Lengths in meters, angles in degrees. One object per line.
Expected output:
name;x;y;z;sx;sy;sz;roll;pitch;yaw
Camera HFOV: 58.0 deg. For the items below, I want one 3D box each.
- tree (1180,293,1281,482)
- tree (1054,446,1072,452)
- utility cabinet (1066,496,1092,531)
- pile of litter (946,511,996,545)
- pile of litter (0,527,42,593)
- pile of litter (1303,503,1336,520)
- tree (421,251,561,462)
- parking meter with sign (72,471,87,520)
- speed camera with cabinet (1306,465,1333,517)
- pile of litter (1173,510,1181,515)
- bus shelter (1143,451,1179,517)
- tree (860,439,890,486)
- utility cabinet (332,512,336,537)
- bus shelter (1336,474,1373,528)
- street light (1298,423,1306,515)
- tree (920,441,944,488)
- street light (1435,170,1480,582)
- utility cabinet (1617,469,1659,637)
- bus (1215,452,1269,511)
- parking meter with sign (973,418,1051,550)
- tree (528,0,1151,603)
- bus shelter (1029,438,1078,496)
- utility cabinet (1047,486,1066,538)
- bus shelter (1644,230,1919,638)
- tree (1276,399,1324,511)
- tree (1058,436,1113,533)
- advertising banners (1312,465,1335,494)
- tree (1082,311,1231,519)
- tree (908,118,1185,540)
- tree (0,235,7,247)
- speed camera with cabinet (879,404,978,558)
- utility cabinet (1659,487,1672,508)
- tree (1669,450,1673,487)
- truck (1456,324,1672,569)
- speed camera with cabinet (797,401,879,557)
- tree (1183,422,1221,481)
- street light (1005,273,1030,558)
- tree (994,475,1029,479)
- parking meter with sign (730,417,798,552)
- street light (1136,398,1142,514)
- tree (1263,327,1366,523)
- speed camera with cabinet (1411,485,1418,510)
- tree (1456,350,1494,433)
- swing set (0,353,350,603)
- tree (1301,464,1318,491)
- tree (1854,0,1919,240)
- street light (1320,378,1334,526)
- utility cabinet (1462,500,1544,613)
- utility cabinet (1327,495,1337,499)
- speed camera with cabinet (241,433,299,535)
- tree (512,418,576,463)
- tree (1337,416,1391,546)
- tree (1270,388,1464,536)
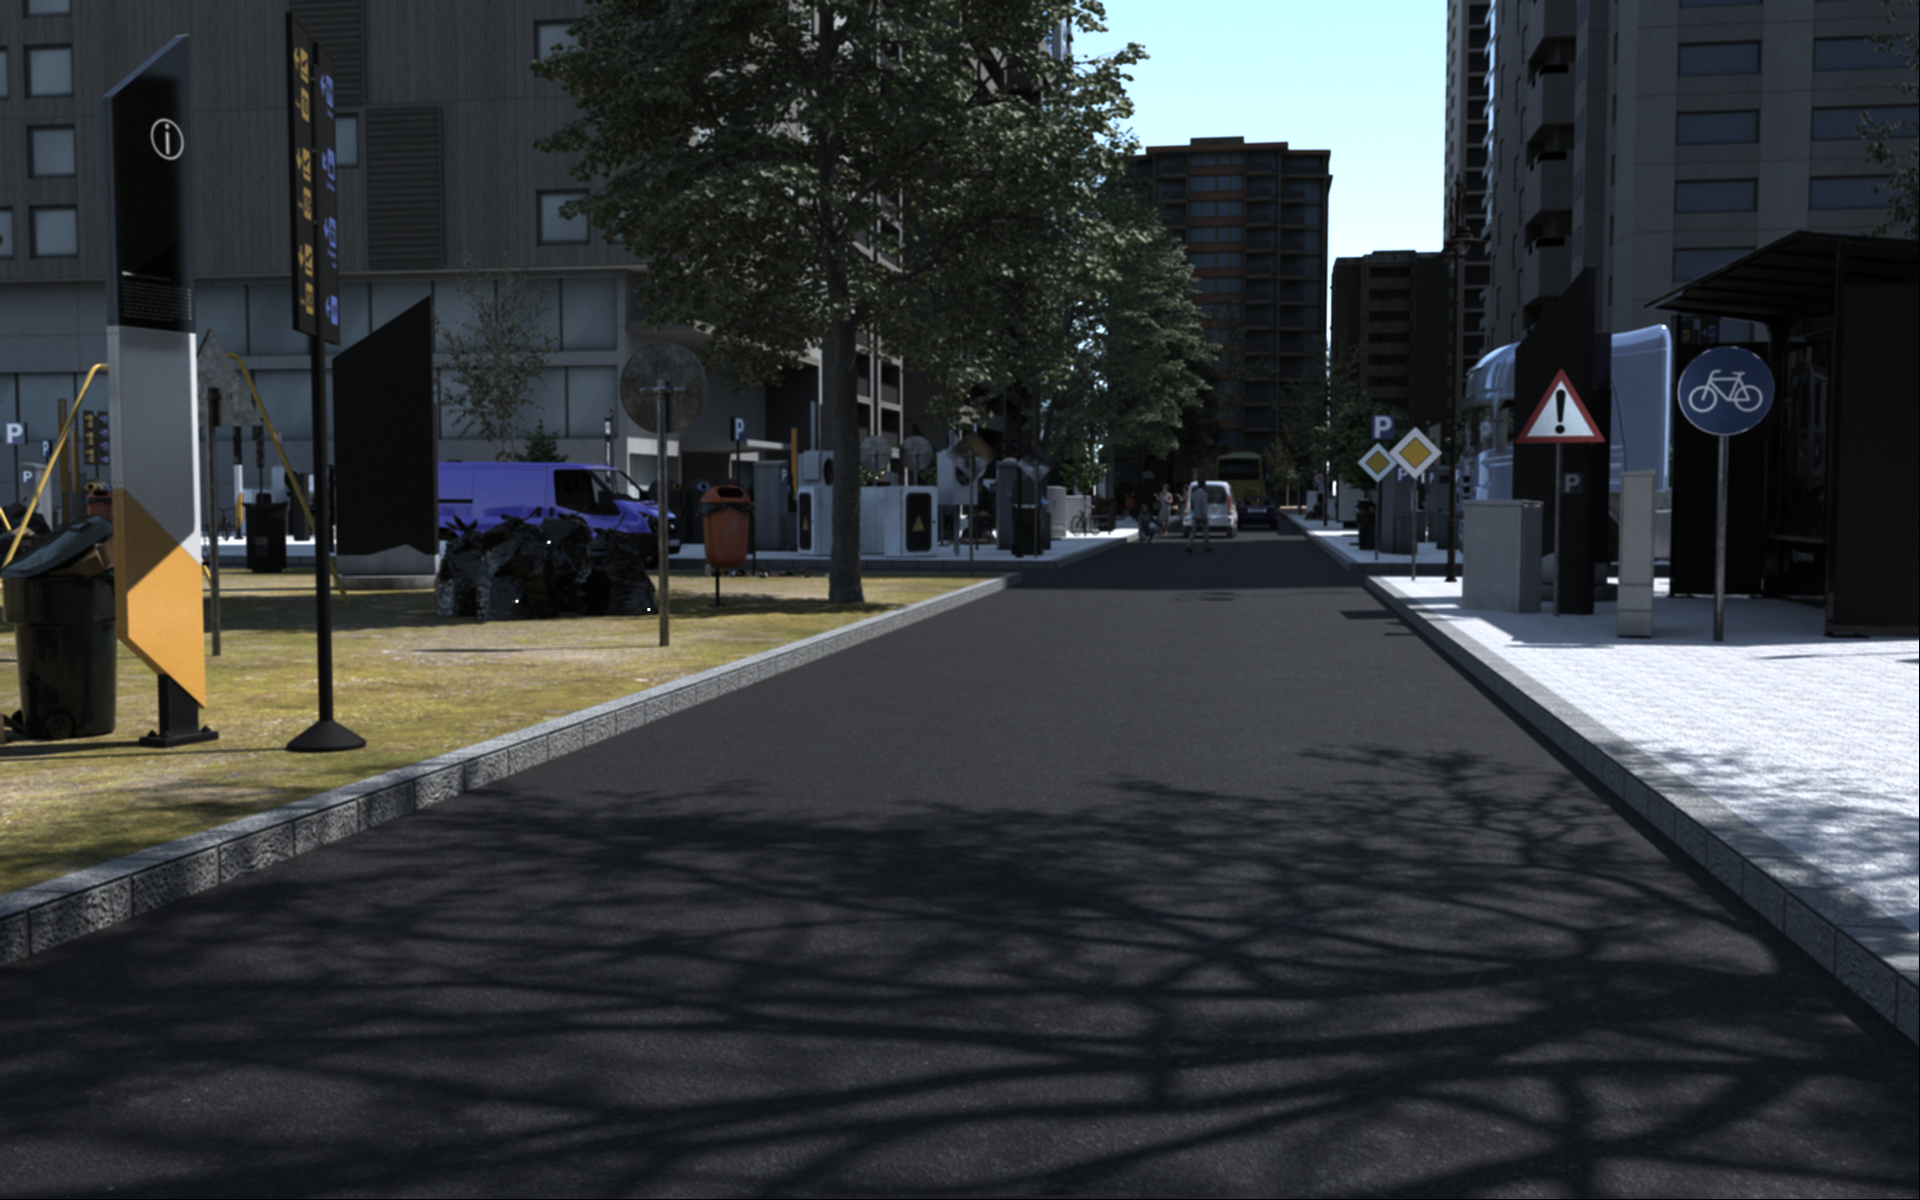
tree;23.321;-18.832;163.789;12.611;20.169;13.585;0;3;0
tree;6.581;-7.431;105.215;4.285;4.588;4.351;0;3;0
utility cabinet;4.094;-3.033;60.753;1.020;1.237;0.306;-1;4;-19
pile of litter;0.473;-1.851;44.226;1.719;0.858;1.176;3;4;37
pile of litter;-12.442;-0.533;22.678;1.719;0.858;1.176;1;4;11
pile of litter;17.648;-4.337;84.872;1.719;0.858;1.176;1;4;10
tree;-13.772;-6.189;51.552;4.360;8.622;3.978;0;3;0
parking meter with sign;-28.929;-3.689;56.581;0.543;3.016;1.738;3;4;39
speed camera with cabinet;18.637;-5.828;89.617;0.660;3.252;2.038;3;4;37
pile of litter;13.304;-5.790;108.637;1.176;0.858;1.719;1;4;20
bus shelter;11.422;-6.539;98.197;1.731;3.624;6.357;1;4;10
tree;-3.560;-4.085;61.394;1.663;3.219;1.824;0;3;0
utility cabinet;-18.500;-2.642;51.882;0.318;1.500;1.173;2;4;24
bus shelter;14.624;-4.226;63.025;2.014;3.302;5.546;1;4;10
street light;21.092;-8.217;107.129;0.468;5.910;1.993;1;4;10
tree;-0.553;-4.115;61.879;1.663;3.219;1.824;0;3;0
street light;7.180;-3.203;25.153;0.468;5.910;1.993;1;4;10
utility cabinet;6.205;-0.442;15.902;0.318;1.500;1.173;1;4;22
bus;16.362;-6.666;100.533;2.896;3.916;12.252;1;4;11
parking meter with sign;1.208;-2.663;39.806;1.738;3.016;0.543;-1;4;-8
tree;-1.773;-6.262;20.504;7.486;12.596;7.792;0;3;0
bus shelter;4.174;-5.063;74.059;1.731;3.624;6.357;1;4;9
utility cabinet;2.588;-2.543;50.260;1.173;1.500;0.318;-3;5;-44
bus shelter;8.806;-1.657;18.382;1.731;3.624;6.357;1;4;10
tree;26.395;-11.231;133.984;4.360;8.622;3.978;0;3;0
tree;4.011;-3.848;57.510;1.663;3.219;1.824;0;3;0
advertising banners;21.740;-6.485;102.225;2.074;3.025;0.090;1;4;21
tree;9.295;-9.401;88.111;7.601;10.594;8.767;3;4;36
tree;2.296;-7.474;47.962;9.928;11.665;9.643;0;3;0
tree;-5.061;-1.341;5.645;4.285;4.588;4.351;0;3;0
speed camera with cabinet;-0.576;-2.506;35.303;2.038;3.252;0.660;-3;5;-40
utility cabinet;22.686;-2.872;55.643;0.318;1.500;1.173;-1;4;-21
tree;27.800;-4.491;68.026;1.663;3.219;1.824;0;3;0
truck;17.001;-2.314;27.595;18.799;4.110;2.967;1;4;9
speed camera with cabinet;-2.421;-2.613;37.053;2.038;3.252;0.660;1;4;16
tree;24.749;-13.752;175.204;4.360;8.622;3.978;0;3;0
street light;1.200;-3.797;34.872;0.468;5.910;1.993;1;4;10
tree;2.574;-5.424;83.289;1.663;3.219;1.824;0;3;0
parking meter with sign;-4.250;-2.611;38.955;1.738;3.016;0.543;1;4;21
street light;7.539;-6.086;72.292;0.468;5.910;1.993;1;4;10
tree;16.119;-7.734;76.806;4.737;8.622;4.395;0;3;0
speed camera with cabinet;18.677;-4.770;72.327;0.660;3.252;2.038;2;4;24
tree;26.615;-8.229;84.904;4.737;8.622;4.395;0;3;0
swing set;-9.098;-1.369;20.005;3.119;2.851;2.862;3;4;36
tree;22.553;-7.036;109.641;1.663;3.219;1.824;0;3;0
tree;13.306;-4.383;22.028;4.360;8.622;3.978;0;3;0
street light;14.660;-5.903;69.301;0.468;5.910;1.993;1;4;10
utility cabinet;5.977;-0.485;19.099;0.306;1.237;1.020;-1;4;-21
utility cabinet;21.286;-5.340;98.462;1.020;1.237;0.306;2;4;30
speed camera with cabinet;-22.026;-3.727;55.277;0.660;3.252;2.038;1;4;23
tree;-10.544;-3.025;44.057;1.663;3.219;1.824;0;3;0
tree;10.246;-2.986;43.429;1.663;3.219;1.824;0;3;0
tree;12.519;-4.240;53.034;4.285;4.588;4.351;0;3;0
